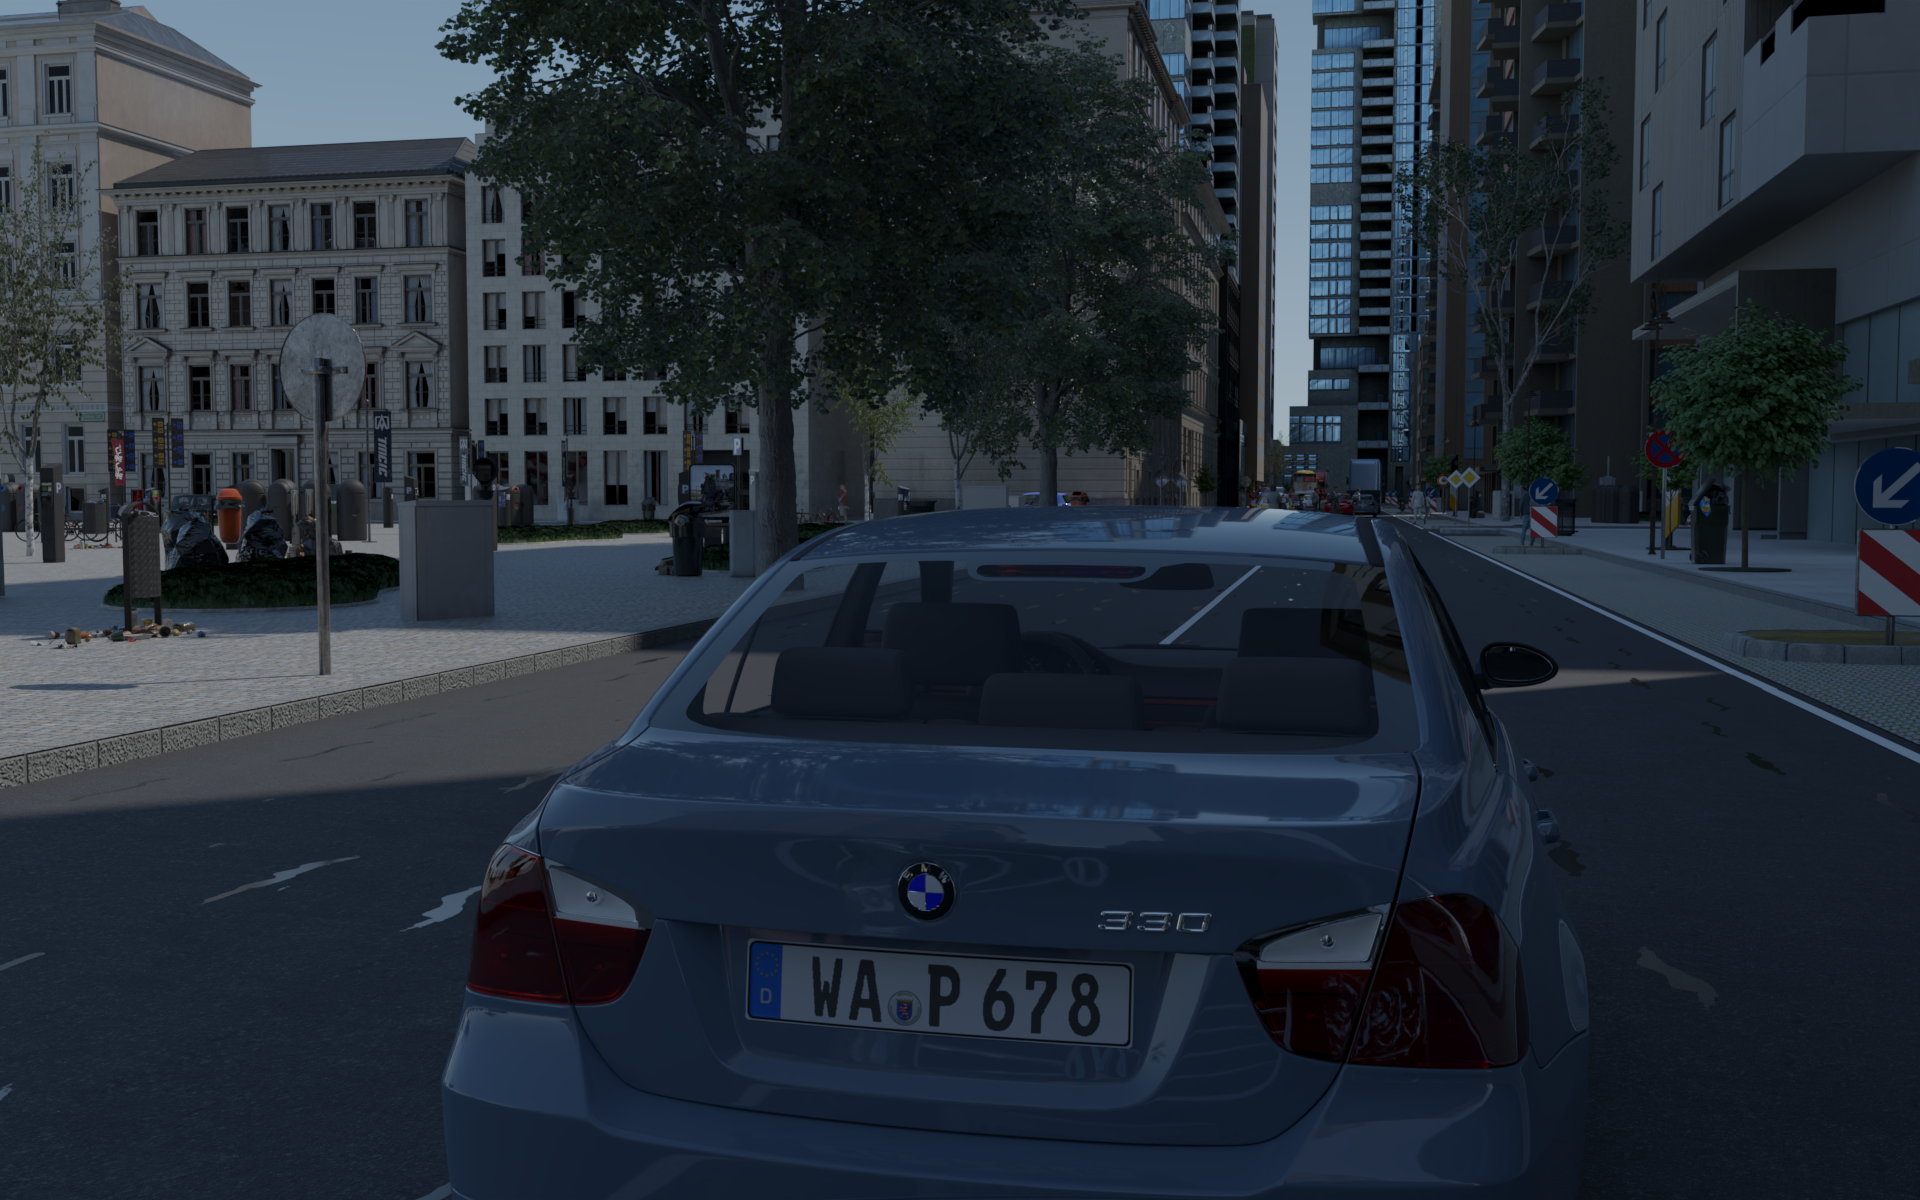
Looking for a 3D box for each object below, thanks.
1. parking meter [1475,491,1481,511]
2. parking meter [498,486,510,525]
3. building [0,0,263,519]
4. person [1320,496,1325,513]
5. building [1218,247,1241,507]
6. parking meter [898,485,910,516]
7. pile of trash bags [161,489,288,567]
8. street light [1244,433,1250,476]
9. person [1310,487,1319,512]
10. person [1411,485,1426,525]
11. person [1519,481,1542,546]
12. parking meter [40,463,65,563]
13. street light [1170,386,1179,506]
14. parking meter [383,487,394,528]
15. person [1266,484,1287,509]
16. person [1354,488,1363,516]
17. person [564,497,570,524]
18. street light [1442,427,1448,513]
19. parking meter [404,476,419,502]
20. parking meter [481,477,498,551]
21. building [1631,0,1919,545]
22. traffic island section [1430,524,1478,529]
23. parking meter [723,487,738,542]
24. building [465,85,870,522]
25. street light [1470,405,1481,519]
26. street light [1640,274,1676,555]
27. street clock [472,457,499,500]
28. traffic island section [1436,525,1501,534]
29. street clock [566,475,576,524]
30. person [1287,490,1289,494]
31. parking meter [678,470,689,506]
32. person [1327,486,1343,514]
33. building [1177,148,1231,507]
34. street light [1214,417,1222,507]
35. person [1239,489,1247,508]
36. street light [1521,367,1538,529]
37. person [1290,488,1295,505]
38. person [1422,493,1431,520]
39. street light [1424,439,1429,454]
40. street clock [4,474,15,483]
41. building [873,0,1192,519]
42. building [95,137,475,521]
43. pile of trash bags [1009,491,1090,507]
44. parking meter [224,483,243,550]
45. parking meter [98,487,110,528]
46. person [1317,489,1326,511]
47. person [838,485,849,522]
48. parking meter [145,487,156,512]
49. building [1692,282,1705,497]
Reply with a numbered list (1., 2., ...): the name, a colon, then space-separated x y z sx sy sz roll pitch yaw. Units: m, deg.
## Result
1. parking meter: 38.816 -7.425 129.808 0.372 1.533 0.369 0 3 0
2. parking meter: -14.888 -2.947 56.596 0.372 1.533 0.369 0 3 0
3. building: -50.859 -18.872 94.469 20.117 28.700 13.634 1 4 13
4. person: 20.096 -5.106 96.229 0.590 1.304 0.306 -2 4 -30
5. building: 15.529 -18.824 137.453 12.332 23.373 15.834 1 4 13
6. parking meter: -1.646 -2.595 50.832 0.372 1.533 0.369 0 3 0
7. pile of trash bags: -11.806 -1.109 27.891 1.912 1.369 3.447 -1 4 -22
8. street light: 21.226 -9.531 128.625 0.468 5.910 1.993 1 4 13
9. person: 21.523 -5.932 105.336 0.661 1.843 0.795 -3 5 -42
10. person: 21.233 -4.390 80.158 0.514 1.842 0.818 -2 4 -26
11. person: 14.983 -2.237 45.428 0.623 1.781 0.721 1 4 21
12. parking meter: -16.949 -1.629 32.342 0.255 1.863 0.399 0 4 2
13. street light: 9.099 -6.213 74.374 0.468 5.910 1.993 1 4 13
14. parking meter: -21.663 -3.498 65.599 0.372 1.533 0.369 0 3 0
15. person: 10.840 -3.076 59.144 0.716 1.782 0.532 2 4 29
16. person: 26.005 -6.415 113.479 0.850 1.850 0.679 3 4 36
17. person: -17.344 -3.917 76.826 0.394 1.301 0.425 1 4 19
18. street light: 32.709 -8.807 116.789 0.468 5.910 1.993 1 4 13
19. parking meter: -17.489 -3.030 55.258 0.399 1.863 0.255 1 4 13
20. parking meter: -10.588 -2.033 38.948 0.255 1.863 0.399 0 4 5
21. building: 33.729 -27.817 44.040 28.713 52.752 27.495 1 4 13
22. traffic island section: 20.532 -3.023 71.705 2.009 0.180 2.903 1 4 13
23. parking meter: -5.431 -1.994 41.015 0.372 1.533 0.369 0 3 0
24. building: -13.934 -14.085 85.038 16.860 20.320 10.420 1 4 13
25. street light: 26.816 -7.186 90.279 0.468 5.910 1.993 1 4 13
26. street light: 14.666 -3.898 36.523 0.468 5.910 1.993 1 4 13
27. street clock: -9.394 -1.820 34.327 0.471 2.002 0.358 0 4 1
28. traffic island section: 18.789 -2.546 63.912 2.009 0.180 2.903 1 4 13
29. street clock: -14.765 -3.744 65.790 0.358 2.002 0.471 1 4 11
30. person: 27.343 -8.292 144.349 0.850 1.792 0.678 1 4 12
31. parking meter: -6.330 -2.113 40.254 0.399 1.863 0.255 1 4 21
32. person: 19.456 -4.997 90.167 0.822 1.834 0.622 3 5 39
33. building: 8.893 -17.260 115.478 16.112 22.955 30.059 1 4 13
34. street light: 15.110 -7.876 101.561 0.468 5.910 1.993 1 4 13
35. person: 15.661 -5.290 95.993 0.522 1.701 0.512 -3 4 -36
36. street light: 20.674 -5.518 63.007 0.468 5.910 1.993 1 4 13
37. person: 20.552 -6.047 107.375 0.388 1.821 0.555 -2 4 -26
38. person: 25.307 -5.060 93.830 0.503 1.515 0.523 3 5 40
39. street light: 38.814 -10.473 144.023 0.468 5.910 1.993 1 4 13
40. street clock: -34.073 -3.521 62.130 0.471 2.002 0.358 3 5 42
41. building: 4.380 -17.783 88.021 12.463 27.353 25.104 1 4 13
42. building: -32.021 -13.707 88.735 19.286 19.102 10.561 1 4 13
43. pile of trash bags: 2.459 -2.694 53.807 3.447 1.369 1.912 2 4 31
44. parking meter: -16.737 -1.927 39.913 0.372 1.533 0.369 0 3 0
45. parking meter: -32.421 -3.496 65.574 0.372 1.533 0.369 0 3 0
46. person: 30.925 -8.575 148.646 1.348 1.831 0.705 -2 4 -24
47. person: -4.876 -3.927 72.679 0.580 1.828 0.573 3 5 44
48. parking meter: -30.574 -3.488 65.433 0.372 1.533 0.369 0 3 0
49. building: 48.972 -32.575 74.605 28.212 58.520 21.231 1 4 13
